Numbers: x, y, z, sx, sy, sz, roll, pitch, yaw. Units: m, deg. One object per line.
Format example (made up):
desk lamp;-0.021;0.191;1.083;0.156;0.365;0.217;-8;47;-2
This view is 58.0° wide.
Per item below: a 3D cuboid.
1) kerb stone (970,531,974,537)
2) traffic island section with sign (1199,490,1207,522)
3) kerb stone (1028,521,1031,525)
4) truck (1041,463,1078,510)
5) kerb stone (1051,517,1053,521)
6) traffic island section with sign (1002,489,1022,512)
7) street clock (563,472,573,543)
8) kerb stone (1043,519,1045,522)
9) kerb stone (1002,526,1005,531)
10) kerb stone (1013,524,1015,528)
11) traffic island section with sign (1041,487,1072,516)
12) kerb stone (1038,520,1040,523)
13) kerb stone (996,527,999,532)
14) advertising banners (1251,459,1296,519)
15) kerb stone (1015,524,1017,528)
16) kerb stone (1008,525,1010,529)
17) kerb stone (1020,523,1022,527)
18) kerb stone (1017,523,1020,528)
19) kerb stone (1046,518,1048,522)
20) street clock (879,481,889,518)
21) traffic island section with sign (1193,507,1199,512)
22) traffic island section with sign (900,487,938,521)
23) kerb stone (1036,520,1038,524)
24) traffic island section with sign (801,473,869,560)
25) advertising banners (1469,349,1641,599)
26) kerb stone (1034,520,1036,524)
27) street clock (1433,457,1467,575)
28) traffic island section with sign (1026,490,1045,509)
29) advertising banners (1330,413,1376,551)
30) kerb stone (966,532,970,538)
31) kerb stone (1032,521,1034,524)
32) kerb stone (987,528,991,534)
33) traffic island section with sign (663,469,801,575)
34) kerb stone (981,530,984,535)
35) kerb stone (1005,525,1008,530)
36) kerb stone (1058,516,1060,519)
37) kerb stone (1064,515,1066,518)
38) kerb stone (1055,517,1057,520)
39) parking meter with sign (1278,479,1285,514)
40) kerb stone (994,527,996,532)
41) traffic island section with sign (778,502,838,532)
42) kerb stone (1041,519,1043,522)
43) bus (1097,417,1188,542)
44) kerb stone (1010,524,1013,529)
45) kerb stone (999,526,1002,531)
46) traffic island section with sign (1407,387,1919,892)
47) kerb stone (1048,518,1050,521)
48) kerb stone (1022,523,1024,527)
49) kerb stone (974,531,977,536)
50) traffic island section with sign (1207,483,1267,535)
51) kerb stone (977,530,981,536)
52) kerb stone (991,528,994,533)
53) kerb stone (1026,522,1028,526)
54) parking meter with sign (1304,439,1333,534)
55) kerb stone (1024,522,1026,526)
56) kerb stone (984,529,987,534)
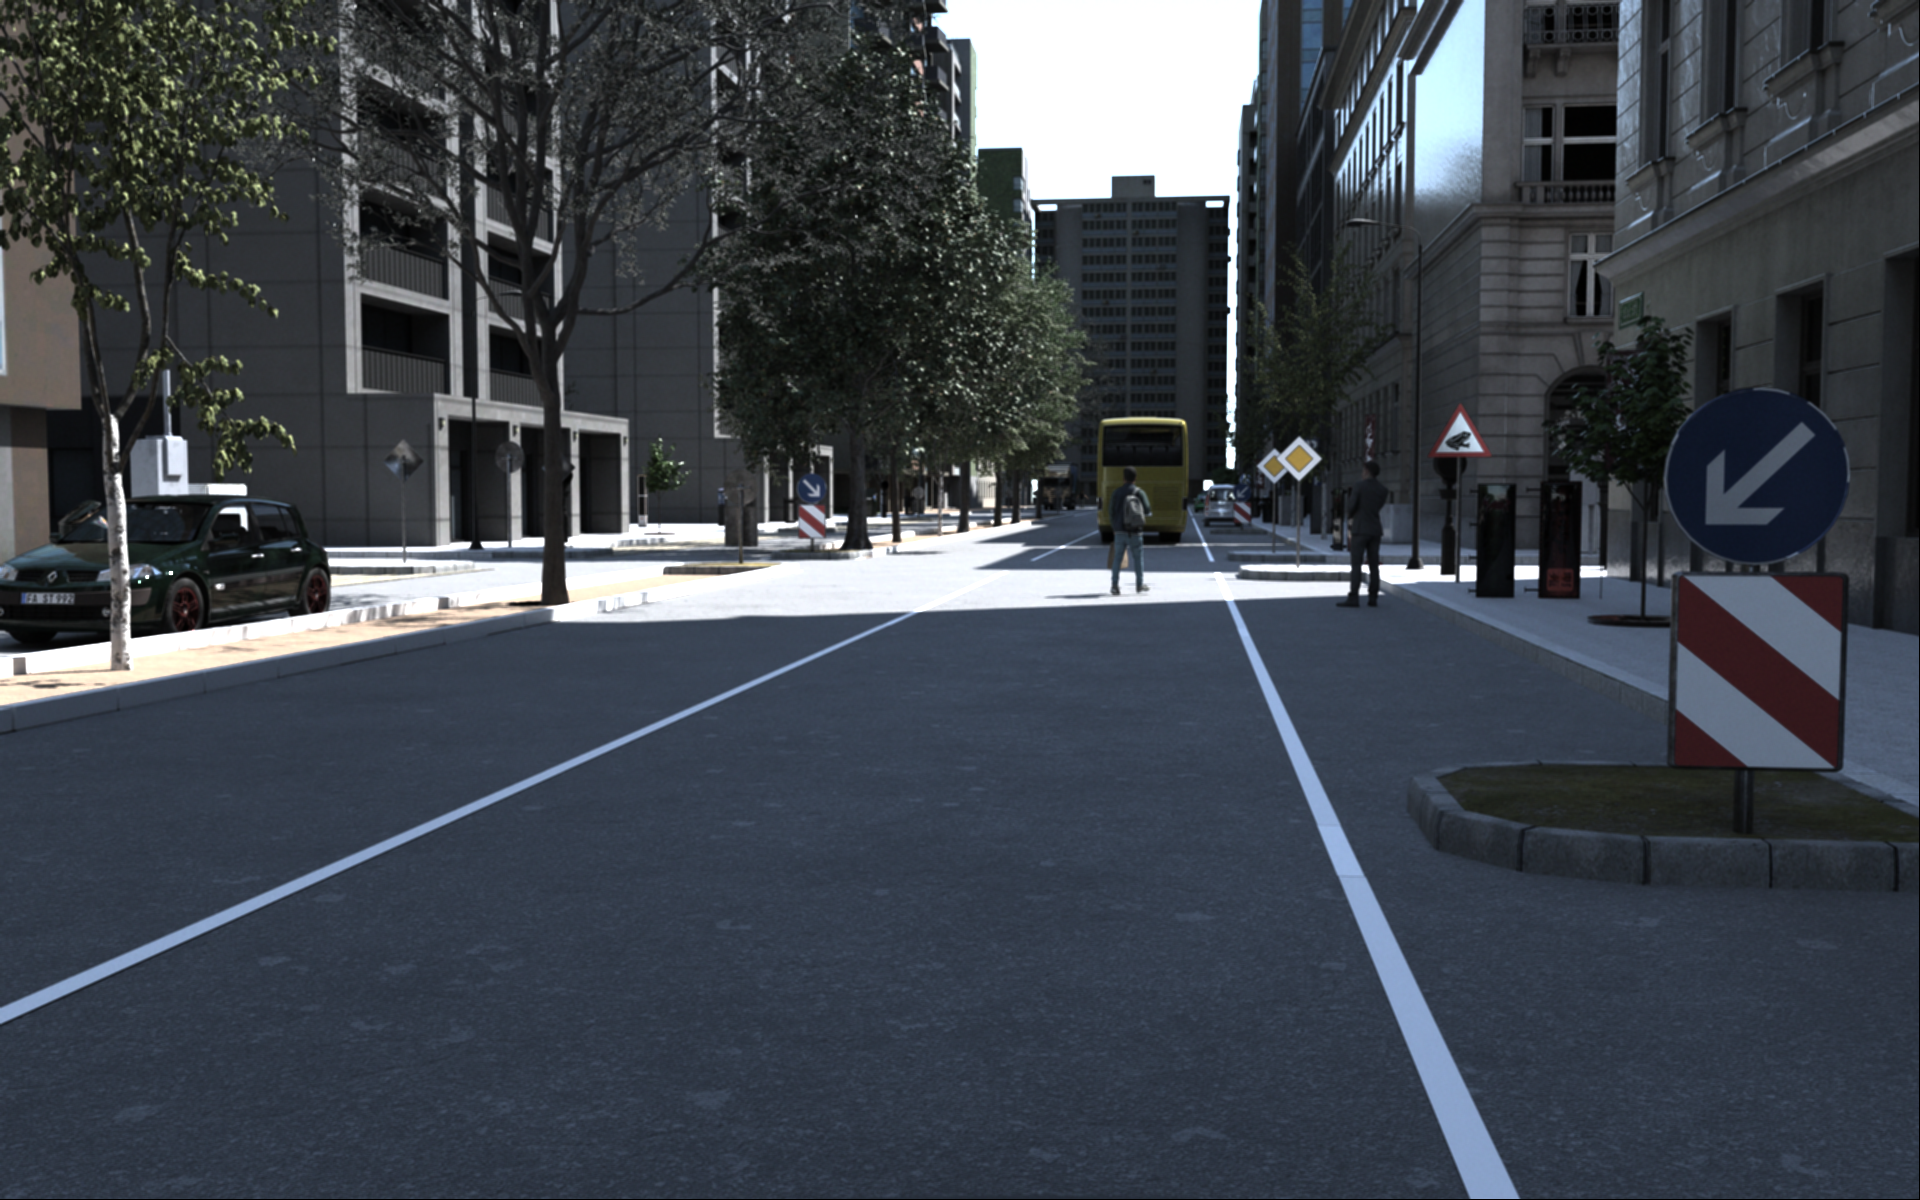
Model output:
kerb stone;0.248;-2.143;57.287;0.120;0.150;1.000;0;4;7
traffic island section with sign;13.532;-4.956;89.658;1.989;1.847;2.006;0;4;7
kerb stone;2.988;-3.450;78.640;0.120;0.150;1.000;0;4;7
truck;9.076;-10.261;156.675;2.839;4.237;11.283;0;4;7
kerb stone;4.687;-4.259;91.887;0.120;0.150;1.000;0;4;7
traffic island section with sign;4.037;-8.081;140.747;1.989;1.847;2.006;0;4;7
street clock;-10.448;-2.515;45.687;0.471;2.002;0.358;-1;4;-14
kerb stone;4.033;-3.951;86.798;0.120;0.150;1.000;0;4;7
kerb stone;1.551;-2.768;67.447;0.120;0.150;1.000;0;4;7
kerb stone;2.067;-3.017;71.519;0.120;0.150;1.000;0;4;7
traffic island section with sign;6.378;-6.430;113.263;2.006;1.907;1.989;0;4;7
kerb stone;3.642;-3.757;83.733;0.120;0.150;1.000;0;4;7
kerb stone;1.284;-2.642;65.420;0.120;0.150;1.000;0;4;7
advertising banners;15.691;-5.515;86.350;2.074;3.025;0.090;1;4;23
kerb stone;2.195;-3.076;72.535;0.120;0.150;1.000;0;4;7
kerb stone;1.797;-2.892;69.485;0.120;0.150;1.000;0;4;7
kerb stone;2.471;-3.203;74.562;0.120;0.150;1.000;0;4;7
kerb stone;2.333;-3.141;73.548;0.120;0.150;1.000;0;4;7
kerb stone;4.292;-4.069;88.832;0.120;0.150;1.000;0;4;7
street clock;-4.085;-5.429;93.330;0.471;2.002;0.358;-2;4;-33
traffic island section with sign;23.359;-9.646;166.334;1.989;1.847;2.006;0;4;7
traffic island section with sign;-2.213;-5.100;92.016;1.989;1.847;2.006;0;4;7
kerb stone;3.509;-3.701;82.713;0.120;0.150;1.000;0;4;7
traffic island section with sign;-3.174;-1.871;38.732;2.006;1.907;1.989;0;4;7
advertising banners;7.335;-1.530;21.209;2.074;3.025;0.090;1;4;14
kerb stone;3.371;-3.637;81.695;0.120;0.150;1.000;0;4;7
street clock;7.756;-1.400;27.463;0.471;2.002;0.358;0;4;-3
traffic island section with sign;7.458;-9.716;167.485;1.989;1.847;2.006;0;4;7
advertising banners;8.745;-2.589;38.522;0.090;3.025;2.074;-1;4;-13
kerb stone;0.112;-2.084;56.269;0.120;0.150;1.000;0;4;7
kerb stone;3.247;-3.577;80.680;0.120;0.150;1.000;0;4;7
kerb stone;0.895;-2.450;62.376;0.120;0.150;1.000;0;4;7
traffic island section with sign;-4.126;-1.422;31.386;2.006;1.907;1.989;0;4;7
kerb stone;0.637;-2.333;60.341;0.120;0.150;1.000;0;4;7
kerb stone;1.683;-2.830;68.461;0.120;0.150;1.000;0;4;7
kerb stone;5.335;-4.570;96.967;0.120;0.150;1.000;0;4;7
kerb stone;5.986;-4.884;102.060;0.120;0.150;1.000;0;4;7
kerb stone;5.075;-4.449;94.937;0.120;0.150;1.000;0;4;7
parking meter with sign;15.159;-5.232;81.802;0.543;3.016;1.738;1;4;13
kerb stone;1.150;-2.580;64.407;0.120;0.150;1.000;0;4;7
traffic island section with sign;-5.677;-3.456;65.140;1.989;1.847;2.006;0;4;7
kerb stone;3.898;-3.878;85.774;0.120;0.150;1.000;0;4;7
bus;5.666;-3.845;54.414;2.896;3.916;12.252;0;4;5
kerb stone;1.934;-2.953;70.499;0.120;0.150;1.000;0;4;7
kerb stone;1.417;-2.706;66.434;0.120;0.150;1.000;0;4;7
traffic island section with sign;2.959;0.085;7.244;1.989;1.847;2.006;0;4;7
kerb stone;4.423;-4.137;89.845;0.120;0.150;1.000;0;4;7
kerb stone;2.589;-3.265;75.586;0.120;0.150;1.000;0;4;7
kerb stone;0.366;-2.208;58.303;0.120;0.150;1.000;0;4;7
traffic island section with sign;9.999;-3.276;62.190;1.989;1.847;2.006;0;4;7
kerb stone;0.501;-2.271;59.321;0.120;0.150;1.000;0;4;7
kerb stone;1.023;-2.520;63.392;0.120;0.150;1.000;0;4;7
kerb stone;2.851;-3.390;77.627;0.120;0.150;1.000;0;4;7
parking meter with sign;11.668;-3.633;55.658;0.543;3.016;1.738;3;4;37
kerb stone;2.720;-3.323;76.605;0.120;0.150;1.000;0;4;7
kerb stone;0.761;-2.392;61.362;0.120;0.150;1.000;0;4;7
